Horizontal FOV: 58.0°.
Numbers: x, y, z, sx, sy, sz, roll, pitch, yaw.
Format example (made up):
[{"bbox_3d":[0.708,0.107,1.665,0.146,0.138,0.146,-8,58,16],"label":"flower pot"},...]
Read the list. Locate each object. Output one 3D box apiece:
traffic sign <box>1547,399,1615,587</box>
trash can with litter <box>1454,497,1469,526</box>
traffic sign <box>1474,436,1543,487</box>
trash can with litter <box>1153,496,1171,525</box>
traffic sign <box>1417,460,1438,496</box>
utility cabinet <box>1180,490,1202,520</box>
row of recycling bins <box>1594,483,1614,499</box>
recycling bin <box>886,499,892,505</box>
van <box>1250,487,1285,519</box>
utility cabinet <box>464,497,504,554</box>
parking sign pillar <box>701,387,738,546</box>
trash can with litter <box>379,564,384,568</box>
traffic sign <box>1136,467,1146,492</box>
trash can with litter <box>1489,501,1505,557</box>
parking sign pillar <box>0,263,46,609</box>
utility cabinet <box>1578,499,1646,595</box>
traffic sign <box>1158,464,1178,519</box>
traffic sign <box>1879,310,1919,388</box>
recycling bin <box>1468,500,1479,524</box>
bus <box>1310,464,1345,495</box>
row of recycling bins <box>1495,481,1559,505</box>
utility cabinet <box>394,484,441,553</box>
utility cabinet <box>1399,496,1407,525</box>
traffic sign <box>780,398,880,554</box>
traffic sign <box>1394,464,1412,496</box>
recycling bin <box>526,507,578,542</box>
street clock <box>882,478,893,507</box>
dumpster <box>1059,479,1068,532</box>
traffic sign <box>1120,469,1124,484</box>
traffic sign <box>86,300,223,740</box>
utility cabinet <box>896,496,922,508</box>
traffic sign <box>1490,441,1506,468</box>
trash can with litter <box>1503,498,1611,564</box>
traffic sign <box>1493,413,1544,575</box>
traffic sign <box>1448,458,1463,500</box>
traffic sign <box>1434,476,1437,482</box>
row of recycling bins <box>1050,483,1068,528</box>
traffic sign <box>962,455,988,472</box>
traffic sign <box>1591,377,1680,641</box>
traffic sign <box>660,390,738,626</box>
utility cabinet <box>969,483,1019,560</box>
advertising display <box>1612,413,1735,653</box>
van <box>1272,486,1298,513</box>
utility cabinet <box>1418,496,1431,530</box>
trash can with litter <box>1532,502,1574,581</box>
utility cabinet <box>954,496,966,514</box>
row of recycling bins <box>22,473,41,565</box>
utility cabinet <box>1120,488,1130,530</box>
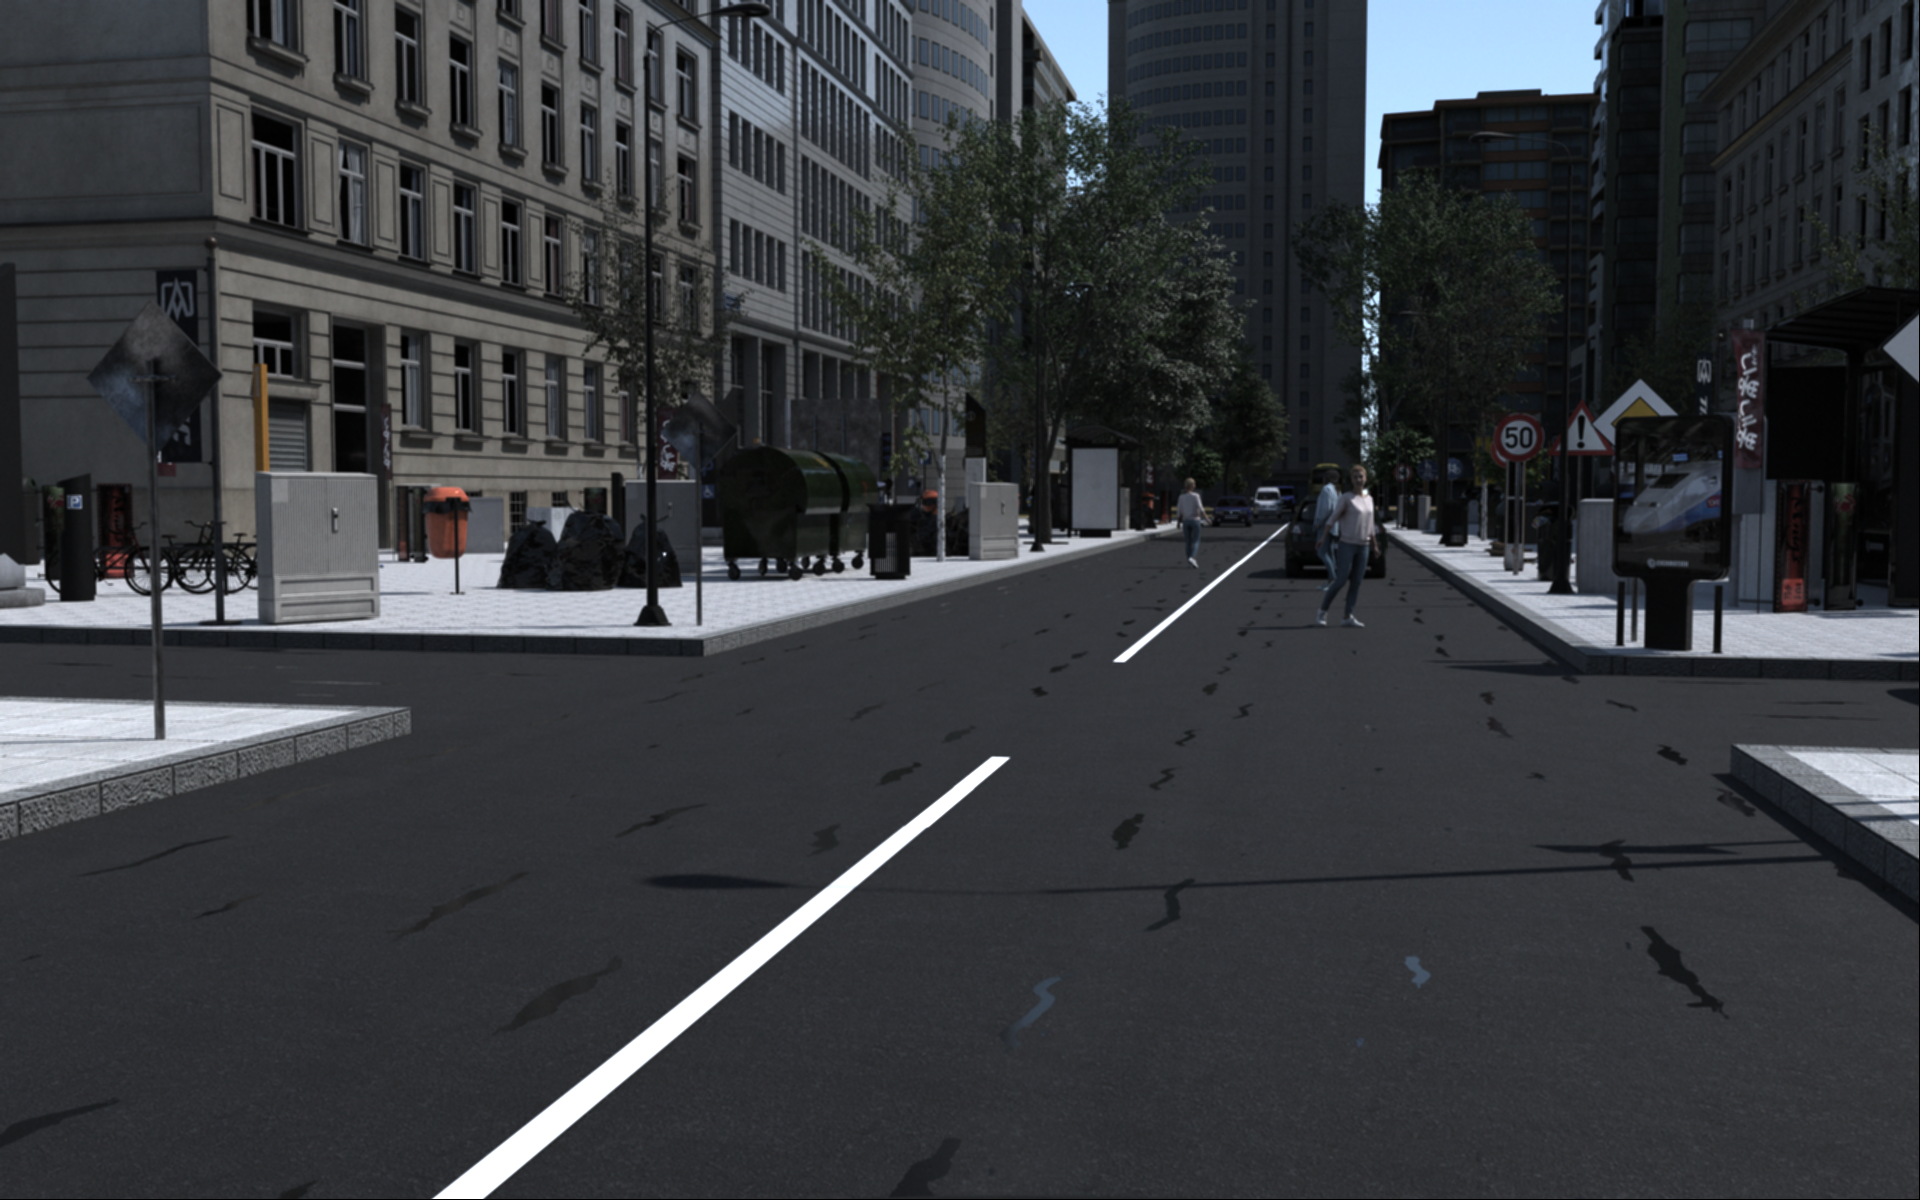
[{"bbox_3d":[8.550,-1.462,23.900,0.884,2.594,0.081,1,4,15],"label":"traffic sign"},{"bbox_3d":[19.920,-3.541,69.289,0.624,1.170,1.055,0,4,-8],"label":"trash can with litter"},{"bbox_3d":[19.011,-4.049,60.071,2.265,3.308,0.079,1,4,18],"label":"traffic sign"},{"bbox_3d":[8.061,-3.812,73.387,1.678,1.210,2.233,-3,4,-38],"label":"trash can with litter"},{"bbox_3d":[17.270,-3.905,63.953,0.768,2.556,0.104,1,4,17],"label":"traffic sign"},{"bbox_3d":[11.398,-4.692,85.392,1.173,1.500,0.318,-2,4,-34],"label":"utility cabinet"},{"bbox_3d":[24.367,-3.467,63.794,3.534,1.692,1.069,-3,5,-44],"label":"row of recycling bins"},{"bbox_3d":[-3.644,-4.213,81.444,0.722,1.027,0.722,2,4,25],"label":"recycling bin"},{"bbox_3d":[18.174,-5.827,102.275,2.013,2.044,4.112,1,4,10],"label":"van"},{"bbox_3d":[-10.366,-1.602,37.348,1.020,1.237,0.306,-1,4,-16],"label":"utility cabinet"},{"bbox_3d":[-6.007,-3.350,43.250,1.447,3.967,1.447,1,4,18],"label":"parking sign pillar"},{"bbox_3d":[-10.807,-1.146,29.790,1.678,1.210,2.233,-1,4,-15],"label":"trash can with litter"},{"bbox_3d":[8.721,-5.012,81.949,0.884,2.594,0.081,1,4,21],"label":"traffic sign"},{"bbox_3d":[11.317,-1.489,35.736,0.624,1.170,1.055,2,4,33],"label":"trash can with litter"},{"bbox_3d":[-11.256,-1.907,19.654,1.447,3.967,1.447,0,4,5],"label":"parking sign pillar"},{"bbox_3d":[8.471,-0.673,22.163,1.020,1.237,0.306,2,4,33],"label":"utility cabinet"},{"bbox_3d":[8.965,-4.573,74.774,0.884,2.594,0.081,1,4,17],"label":"traffic sign"},{"bbox_3d":[4.225,-0.218,7.213,0.795,2.450,0.064,1,4,12],"label":"traffic sign"},{"bbox_3d":[22.027,-3.802,74.714,0.722,1.027,0.722,1,4,18],"label":"recycling bin"},{"bbox_3d":[29.710,-9.093,140.219,2.896,3.916,12.252,1,4,12],"label":"bus"},{"bbox_3d":[18.066,-2.953,55.399,1.069,1.692,3.534,-1,4,-13],"label":"row of recycling bins"},{"bbox_3d":[-11.788,-1.771,37.631,1.173,1.500,0.318,2,4,32],"label":"utility cabinet"},{"bbox_3d":[18.508,-3.721,72.001,0.306,1.237,1.020,2,4,32],"label":"utility cabinet"},{"bbox_3d":[-2.802,-2.642,37.069,2.265,3.308,0.079,1,4,16],"label":"traffic sign"},{"bbox_3d":[18.557,-4.433,72.591,0.768,2.556,0.104,1,4,16],"label":"traffic sign"},{"bbox_3d":[-7.807,-1.263,33.197,0.722,1.027,0.722,3,4,36],"label":"recycling bin"},{"bbox_3d":[-3.243,-4.478,77.778,0.471,2.002,0.358,1,4,11],"label":"street clock"},{"bbox_3d":[4.112,-3.290,59.549,1.264,1.857,1.865,1,4,12],"label":"dumpster"},{"bbox_3d":[7.985,-5.304,86.833,0.768,2.556,0.104,1,4,16],"label":"traffic sign"},{"bbox_3d":[-4.181,-0.327,8.996,0.795,2.450,0.064,1,4,12],"label":"traffic sign"},{"bbox_3d":[-1.261,-2.302,48.795,1.020,1.237,0.306,1,4,13],"label":"utility cabinet"},{"bbox_3d":[11.003,-2.115,34.684,0.768,2.556,0.104,1,4,17],"label":"traffic sign"},{"bbox_3d":[11.108,-1.301,32.330,2.233,1.210,1.678,0,4,1],"label":"trash can with litter"},{"bbox_3d":[8.803,-1.666,27.353,0.768,2.556,0.104,1,4,13],"label":"traffic sign"},{"bbox_3d":[17.392,-3.744,61.312,0.768,2.556,0.104,1,4,13],"label":"traffic sign"},{"bbox_3d":[23.766,-5.227,85.563,0.768,2.556,0.104,1,4,16],"label":"traffic sign"},{"bbox_3d":[3.933,-3.914,71.110,1.069,1.692,3.534,0,4,7],"label":"row of recycling bins"},{"bbox_3d":[0.421,-3.070,50.296,0.768,2.556,0.104,1,4,18],"label":"traffic sign"},{"bbox_3d":[5.870,-0.696,15.028,0.795,2.450,0.064,1,4,12],"label":"traffic sign"},{"bbox_3d":[-2.537,-0.805,16.811,0.795,2.450,0.064,1,4,12],"label":"traffic sign"},{"bbox_3d":[0.672,-1.533,33.747,0.318,1.500,1.173,3,5,41],"label":"utility cabinet"},{"bbox_3d":[5.846,-0.552,14.245,0.123,1.923,0.974,-3,4,-39],"label":"advertising display"},{"bbox_3d":[24.502,-7.776,131.525,2.240,2.365,5.245,1,4,11],"label":"van"},{"bbox_3d":[16.638,-3.112,62.041,0.306,1.237,1.020,2,4,24],"label":"utility cabinet"},{"bbox_3d":[8.766,-0.880,25.781,0.624,1.170,1.055,1,4,10],"label":"trash can with litter"},{"bbox_3d":[0.315,-3.296,65.043,1.020,1.237,0.306,-2,4,-25],"label":"utility cabinet"},{"bbox_3d":[-17.553,-1.400,30.002,1.069,1.692,3.534,1,4,16],"label":"row of recycling bins"},{"bbox_3d":[5.815,-3.227,61.443,0.318,1.500,1.173,1,4,12],"label":"utility cabinet"}]
